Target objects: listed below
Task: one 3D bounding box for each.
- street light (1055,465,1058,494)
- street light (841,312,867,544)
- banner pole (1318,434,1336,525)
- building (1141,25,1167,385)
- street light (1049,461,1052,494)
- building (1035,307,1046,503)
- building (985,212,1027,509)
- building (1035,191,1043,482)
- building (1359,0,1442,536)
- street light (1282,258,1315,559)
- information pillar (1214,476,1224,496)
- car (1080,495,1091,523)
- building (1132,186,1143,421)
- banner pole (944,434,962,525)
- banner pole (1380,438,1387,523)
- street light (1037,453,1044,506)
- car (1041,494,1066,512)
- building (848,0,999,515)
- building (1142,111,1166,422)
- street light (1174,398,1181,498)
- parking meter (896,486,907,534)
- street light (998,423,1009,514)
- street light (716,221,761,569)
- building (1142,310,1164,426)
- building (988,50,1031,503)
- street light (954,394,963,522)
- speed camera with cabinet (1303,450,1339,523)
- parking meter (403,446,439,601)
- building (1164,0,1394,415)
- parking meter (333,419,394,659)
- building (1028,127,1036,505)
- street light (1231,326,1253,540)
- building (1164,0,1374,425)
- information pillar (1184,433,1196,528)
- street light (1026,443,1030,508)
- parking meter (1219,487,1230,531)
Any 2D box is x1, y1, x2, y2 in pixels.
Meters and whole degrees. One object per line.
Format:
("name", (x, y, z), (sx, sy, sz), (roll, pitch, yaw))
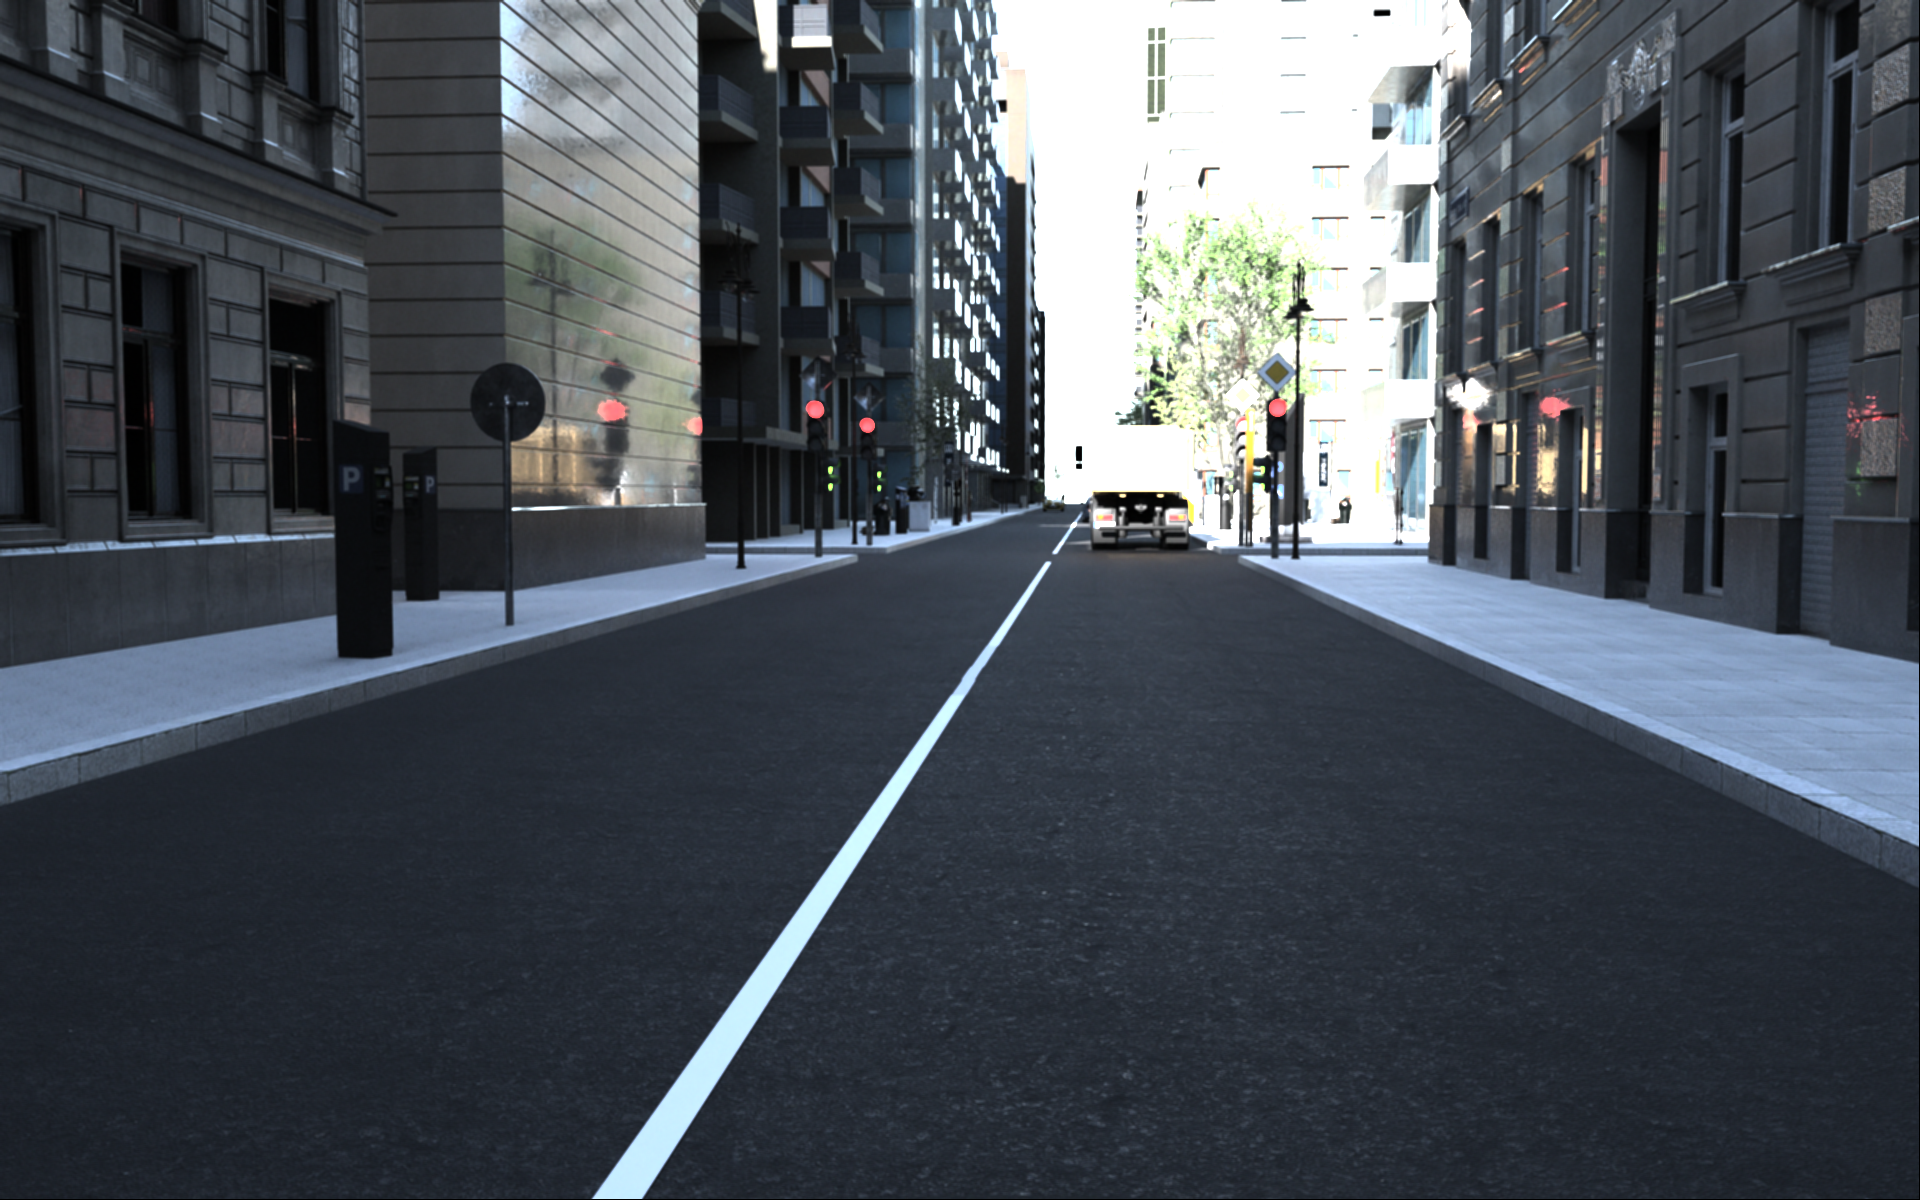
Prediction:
("street light", (15.234, -18.367, 273.088), (0.468, 5.910, 1.993), (0, 4, 4))
("street light", (-2.688, -4.358, 44.042), (0.468, 5.910, 1.993), (0, 4, 4))
("banner pole", (15.301, -5.030, 72.264), (0.863, 3.779, 0.401), (-1, 4, -21))
("building", (36.061, -50.510, 264.082), (20.563, 71.187, 20.611), (0, 4, 4))
("street light", (12.438, -16.251, 238.485), (0.468, 5.910, 1.993), (0, 4, 4))
("building", (5.820, -30.009, 262.355), (14.160, 30.474, 14.107), (0, 4, 4))
("building", (-9.992, -28.730, 161.618), (32.217, 40.220, 23.993), (0, 4, 4))
("building", (-0.610, -37.920, 239.602), (23.786, 49.044, 30.456), (0, 4, 4))
("building", (28.362, -26.598, 54.492), (30.456, 49.044, 23.786), (0, 4, 4))
("street light", (6.639, -3.750, 34.096), (0.468, 5.910, 1.993), (0, 4, 4))
("information pillar", (10.423, -3.995, 69.807), (0.304, 2.012, 0.304), (-2, 4, -23))
("car", (7.105, -4.639, 87.854), (2.014, 1.417, 4.499), (0, 4, 3))
("building", (35.145, -35.815, 240.192), (22.147, 44.769, 28.867), (0, 4, 4))
("banner pole", (-0.328, -5.047, 72.528), (0.863, 3.779, 0.401), (2, 4, 29))
("banner pole", (19.042, -5.360, 77.654), (0.401, 3.779, 0.863), (0, 4, 5))
("street light", (8.678, -13.276, 189.853), (0.468, 5.910, 1.993), (0, 4, 4))
("car", (7.758, -8.143, 143.359), (2.015, 1.641, 3.980), (0, 4, 5))
("building", (-8.502, -31.460, 133.979), (23.786, 49.044, 30.456), (0, 4, 4))
("building", (33.619, -36.161, 214.933), (21.300, 48.544, 21.600), (0, 4, 4))
("street light", (10.427, -6.705, 82.422), (0.468, 5.910, 1.993), (0, 4, 4))
("parking meter", (-1.900, -2.918, 56.118), (0.372, 1.533, 0.369), (0, 3, 0))
("street light", (2.768, -8.586, 113.170), (0.468, 5.910, 1.993), (0, 4, 4))
("street light", (-3.771, -3.479, 29.667), (0.468, 5.910, 1.993), (0, 4, 4))
("building", (32.880, -20.273, 176.503), (27.650, 21.520, 28.899), (0, 4, 4))
("building", (0.192, -32.396, 179.792), (14.600, 45.320, 14.200), (0, 4, 4))
("street light", (0.024, -6.472, 78.608), (0.468, 5.910, 1.993), (0, 4, 4))
("speed camera with cabinet", (17.210, -5.459, 83.598), (2.038, 3.252, 0.660), (0, 4, -5))
("parking meter", (-6.493, -0.926, 20.858), (0.255, 1.863, 0.399), (1, 4, 17))
("building", (31.426, -34.123, 147.152), (28.713, 52.752, 27.495), (0, 4, 4))
("parking meter", (-4.677, -0.482, 13.599), (0.399, 1.863, 0.255), (1, 4, 19))
("building", (-1.704, -36.082, 213.645), (21.300, 48.544, 21.600), (0, 4, 4))
("street light", (7.772, -4.591, 47.852), (0.468, 5.910, 1.993), (0, 4, 4))
("building", (22.066, -27.109, 126.834), (14.154, 41.232, 14.086), (0, 4, 4))
("information pillar", (8.798, -4.585, 66.311), (0.504, 3.616, 0.183), (3, 5, 40))
("street light", (6.061, -11.138, 154.887), (0.468, 5.910, 1.993), (0, 4, 4))
("parking meter", (9.297, -3.211, 60.906), (0.372, 1.533, 0.369), (0, 3, 0))
